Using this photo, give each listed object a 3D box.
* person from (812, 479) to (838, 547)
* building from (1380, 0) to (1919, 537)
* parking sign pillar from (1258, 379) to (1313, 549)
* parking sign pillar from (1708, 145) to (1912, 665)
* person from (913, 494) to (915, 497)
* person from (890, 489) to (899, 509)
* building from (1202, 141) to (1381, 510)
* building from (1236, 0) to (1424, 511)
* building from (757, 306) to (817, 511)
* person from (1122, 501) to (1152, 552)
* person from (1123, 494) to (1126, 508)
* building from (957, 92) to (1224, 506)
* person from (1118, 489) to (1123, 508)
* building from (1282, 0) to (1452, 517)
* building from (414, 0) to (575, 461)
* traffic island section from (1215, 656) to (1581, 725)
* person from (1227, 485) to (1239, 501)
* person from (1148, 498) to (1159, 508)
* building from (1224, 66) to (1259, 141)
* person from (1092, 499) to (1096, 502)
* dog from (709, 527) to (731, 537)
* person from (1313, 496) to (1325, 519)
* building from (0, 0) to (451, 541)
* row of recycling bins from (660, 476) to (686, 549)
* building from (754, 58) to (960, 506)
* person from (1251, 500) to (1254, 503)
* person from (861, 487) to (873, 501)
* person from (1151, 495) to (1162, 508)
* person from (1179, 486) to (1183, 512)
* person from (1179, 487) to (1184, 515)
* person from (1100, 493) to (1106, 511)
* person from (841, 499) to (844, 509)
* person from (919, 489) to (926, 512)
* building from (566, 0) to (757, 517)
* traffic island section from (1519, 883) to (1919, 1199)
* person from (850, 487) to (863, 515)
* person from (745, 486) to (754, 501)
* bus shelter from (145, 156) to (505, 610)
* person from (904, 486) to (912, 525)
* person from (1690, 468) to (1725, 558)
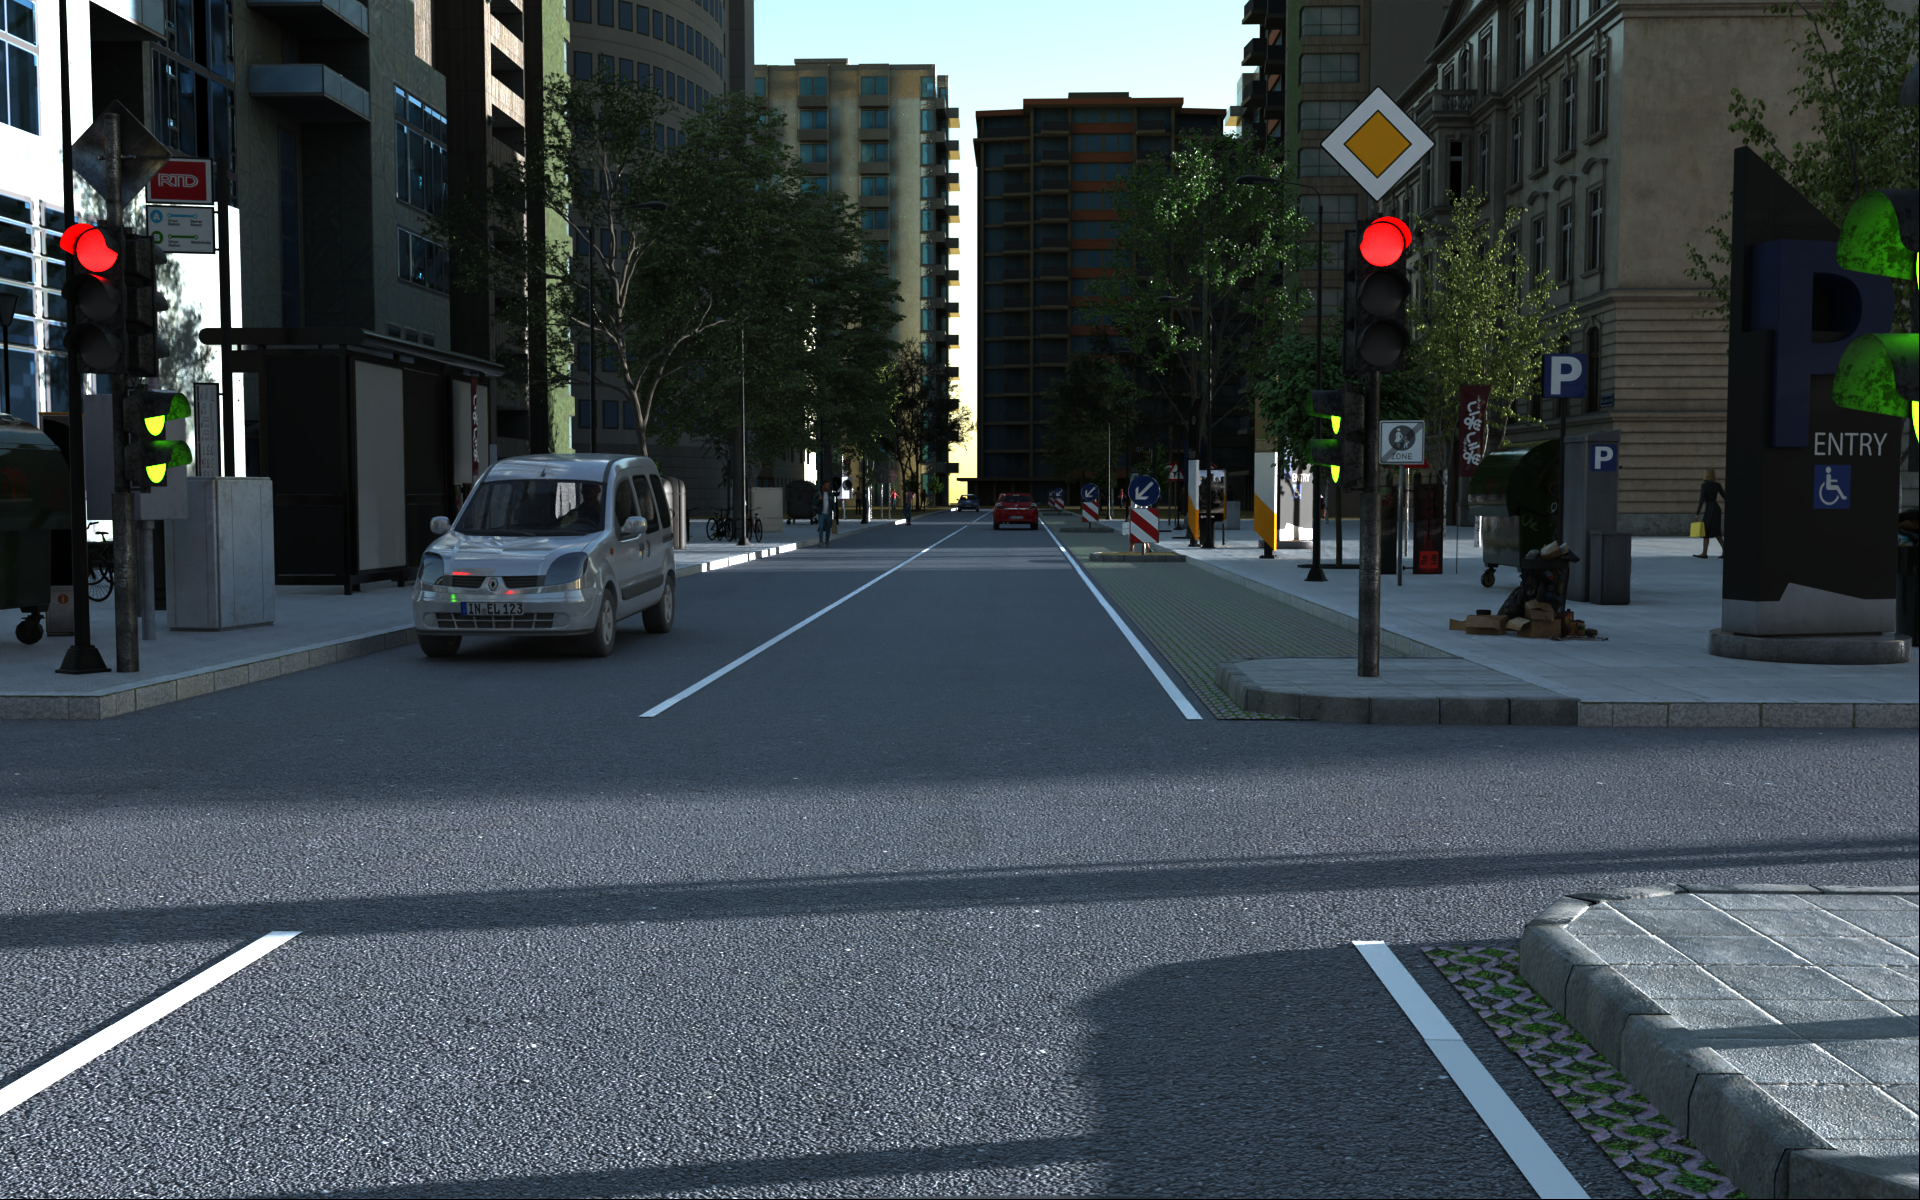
[{"bbox_3d":[-3.596,-2.338,46.705,0.794,1.824,0.713,0,4,-4],"label":"person"},{"bbox_3d":[25.394,-15.246,68.350,14.460,24.649,34.723,0,4,2],"label":"building"},{"bbox_3d":[7.814,-3.213,41.005,1.447,3.967,1.447,-3,5,-43],"label":"parking sign pillar"},{"bbox_3d":[6.713,-1.537,13.599,1.447,3.967,1.447,-1,4,-15],"label":"parking sign pillar"},{"bbox_3d":[-4.403,-8.906,154.887,0.697,1.427,0.421,-1,4,-11],"label":"person"},{"bbox_3d":[-5.553,-8.580,147.053,0.721,1.743,1.217,3,4,38],"label":"person"},{"bbox_3d":[27.066,-22.803,144.525,14.160,30.474,14.107,0,4,2],"label":"building"},{"bbox_3d":[31.565,-28.588,122.033,22.147,44.769,28.867,0,4,2],"label":"building"},{"bbox_3d":[-27.648,-18.057,140.277,28.899,21.520,27.650,0,4,2],"label":"building"},{"bbox_3d":[4.013,-1.835,38.863,0.694,1.780,0.624,-3,5,-41],"label":"person"},{"bbox_3d":[15.463,-9.307,161.439,0.421,1.427,0.697,-2,4,-28],"label":"person"},{"bbox_3d":[14.431,-32.854,191.792,28.867,44.769,22.147,0,4,2],"label":"building"},{"bbox_3d":[14.677,-9.287,158.610,0.721,1.743,1.217,-1,4,-11],"label":"person"},{"bbox_3d":[25.814,-25.523,100.891,14.154,41.232,14.086,0,4,2],"label":"building"},{"bbox_3d":[-25.777,-18.615,76.059,14.160,30.474,14.107,0,4,2],"label":"building"},{"bbox_3d":[2.902,0.616,12.215,2.009,0.180,2.903,0,4,2],"label":"traffic island section"},{"bbox_3d":[16.724,-6.180,107.107,0.705,1.821,1.348,-3,4,-37],"label":"person"},{"bbox_3d":[15.806,-8.450,143.837,1.348,1.869,0.705,1,4,10],"label":"person"},{"bbox_3d":[44.416,-34.977,191.482,30.456,49.044,23.786,0,4,2],"label":"building"},{"bbox_3d":[12.537,-9.478,161.744,1.217,1.736,0.721,1,4,19],"label":"person"},{"bbox_3d":[-7.144,-2.085,51.830,0.748,0.427,0.550,2,4,34],"label":"dog"},{"bbox_3d":[18.822,-4.984,90.728,0.799,1.438,0.628,1,4,21],"label":"person"},{"bbox_3d":[-27.257,-44.626,42.313,22.319,86.520,31.000,0,4,2],"label":"building"},{"bbox_3d":[-7.189,-1.964,39.226,1.069,1.692,3.534,1,4,17],"label":"row of recycling bins"},{"bbox_3d":[-15.189,-35.094,193.392,30.456,49.044,23.786,0,4,2],"label":"building"},{"bbox_3d":[16.333,-5.219,94.591,0.991,1.433,0.599,3,5,42],"label":"person"},{"bbox_3d":[-5.329,-5.767,100.470,0.705,1.807,1.348,-2,4,-32],"label":"person"},{"bbox_3d":[10.714,-5.480,95.721,0.705,1.814,1.350,-3,4,-36],"label":"person"},{"bbox_3d":[15.782,-7.189,123.526,0.705,1.831,1.348,0,4,6],"label":"person"},{"bbox_3d":[13.884,-6.187,107.754,0.990,1.755,0.434,-3,5,-45],"label":"person"},{"bbox_3d":[10.522,-7.540,129.335,0.705,1.823,1.348,-1,4,-20],"label":"person"},{"bbox_3d":[-10.176,-8.617,150.148,0.599,1.433,0.991,3,4,36],"label":"person"},{"bbox_3d":[-2.635,-7.085,123.346,0.415,1.643,0.593,3,4,39],"label":"person"},{"bbox_3d":[-24.616,-34.212,101.370,21.231,58.520,28.212,0,4,2],"label":"building"},{"bbox_3d":[2.625,1.104,4.235,2.009,0.180,2.903,0,4,2],"label":"traffic island section"},{"bbox_3d":[-6.316,-6.202,108.149,1.217,1.736,0.721,1,4,20],"label":"person"},{"bbox_3d":[-11.873,-5.660,99.142,0.990,1.755,0.434,-1,4,-14],"label":"person"},{"bbox_3d":[-8.480,-2.793,23.293,2.179,5.291,8.768,0,4,2],"label":"bus shelter"},{"bbox_3d":[-2.376,-4.334,79.368,0.388,1.821,0.555,-1,4,-22],"label":"person"},{"bbox_3d":[15.348,-1.725,34.471,1.509,1.804,0.699,1,4,17],"label":"person"}]
